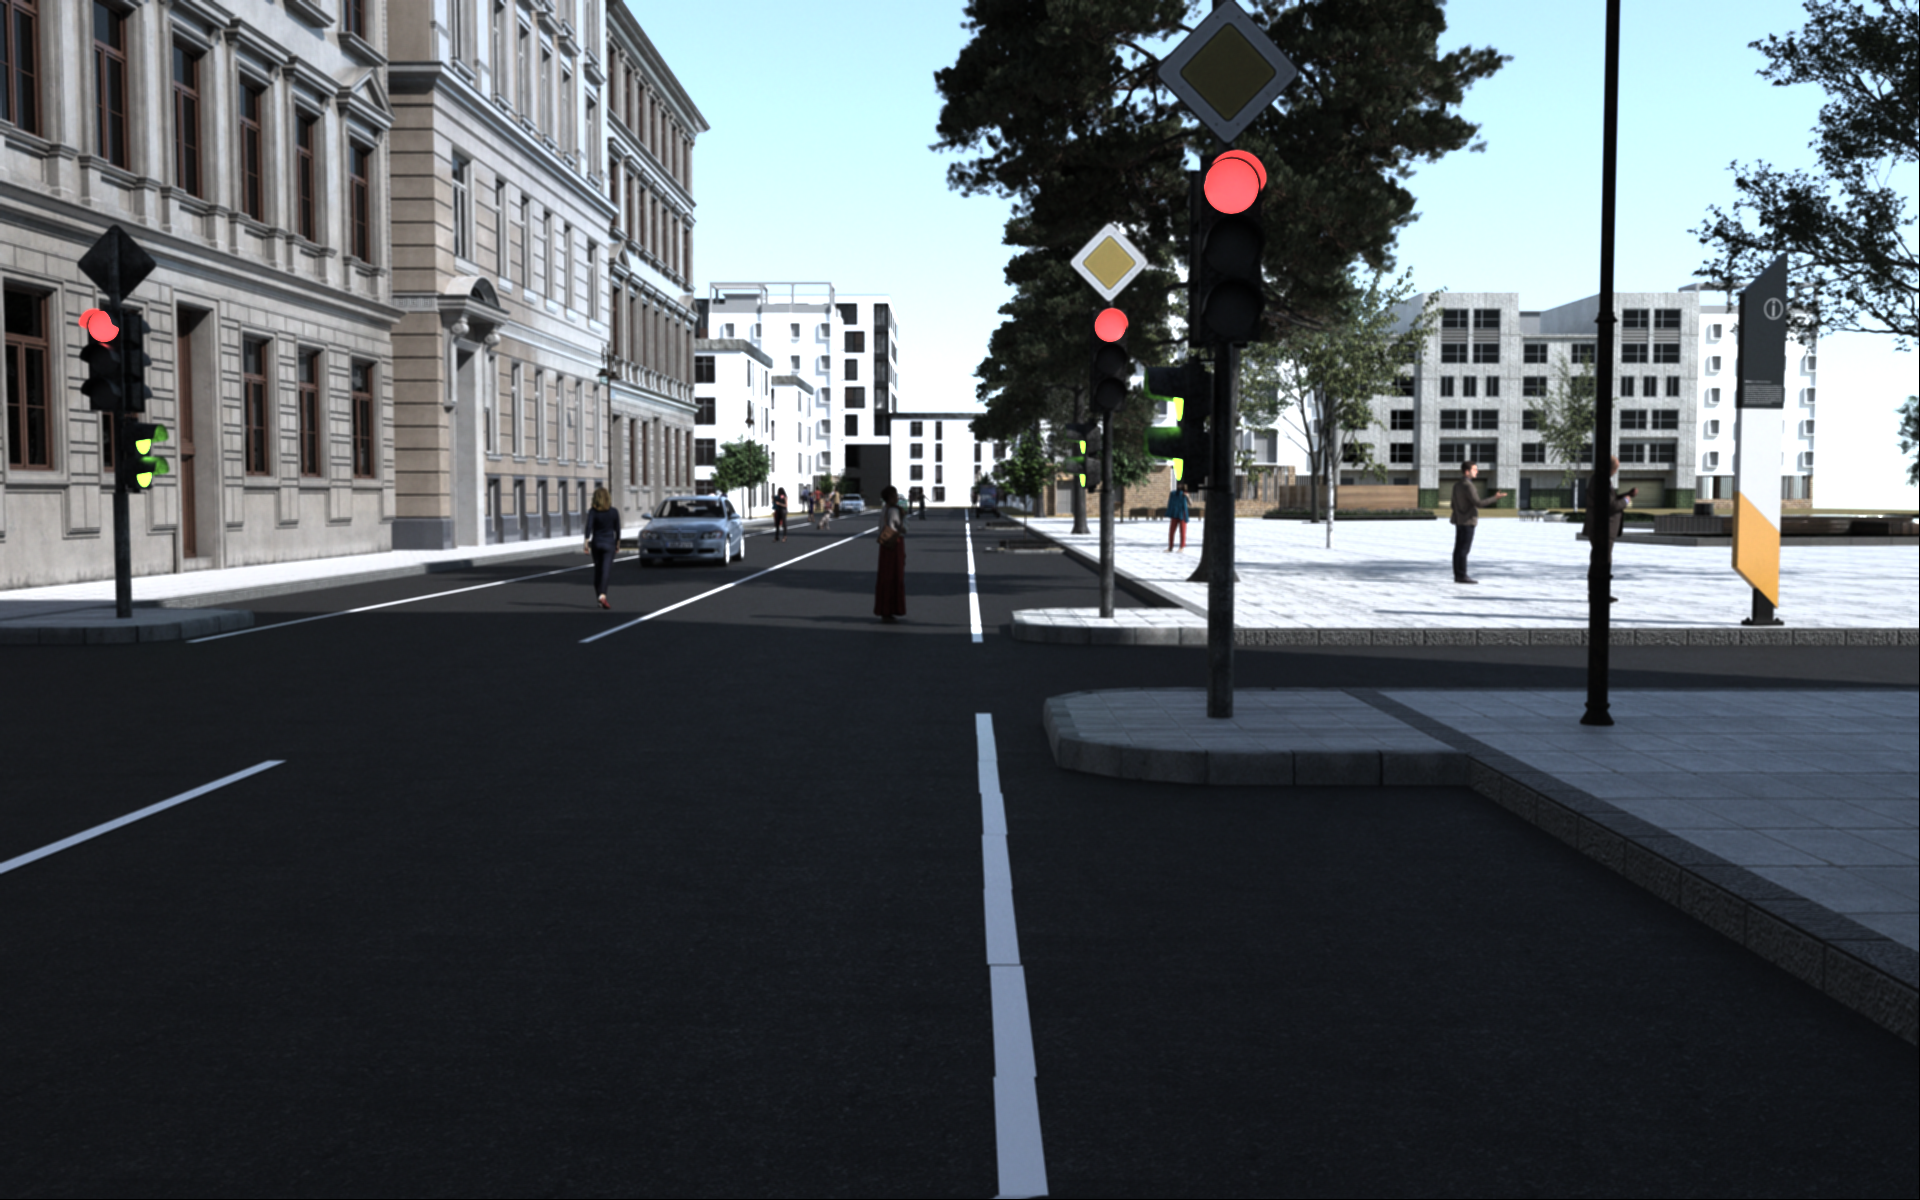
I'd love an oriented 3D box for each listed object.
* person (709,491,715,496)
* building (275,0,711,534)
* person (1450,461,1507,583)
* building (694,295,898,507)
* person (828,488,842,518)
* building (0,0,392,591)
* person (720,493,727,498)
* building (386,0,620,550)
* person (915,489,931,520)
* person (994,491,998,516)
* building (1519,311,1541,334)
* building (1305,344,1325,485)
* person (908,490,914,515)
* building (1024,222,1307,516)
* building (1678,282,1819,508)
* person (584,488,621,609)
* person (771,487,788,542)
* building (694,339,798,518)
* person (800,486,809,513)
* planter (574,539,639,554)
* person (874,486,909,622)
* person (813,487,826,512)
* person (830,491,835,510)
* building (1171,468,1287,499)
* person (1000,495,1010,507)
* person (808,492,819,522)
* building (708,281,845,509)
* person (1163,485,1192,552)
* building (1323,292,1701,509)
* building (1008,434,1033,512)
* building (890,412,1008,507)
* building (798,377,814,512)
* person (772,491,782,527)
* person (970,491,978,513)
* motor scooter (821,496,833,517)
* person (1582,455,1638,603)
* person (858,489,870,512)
[{"bbox_3d":[-11.508,-4.337,80.147,0.628,1.438,0.799,-1,4,-15],"label":"person"},{"bbox_3d":[-17.258,-14.274,69.529,11.583,22.565,21.152,0,4,0],"label":"building"},{"bbox_3d":[7.449,-1.122,24.922,0.750,1.759,0.617,1,4,10],"label":"person"},{"bbox_3d":[-23.517,-21.252,191.437,32.646,21.610,27.936,0,4,0],"label":"building"},{"bbox_3d":[-7.375,-5.771,102.956,0.705,1.812,1.348,2,4,33],"label":"person"},{"bbox_3d":[-17.597,-11.738,28.081,11.583,22.565,21.152,0,4,0],"label":"building"},{"bbox_3d":[-11.754,-4.737,85.856,0.453,1.535,0.546,-2,4,-33],"label":"person"},{"bbox_3d":[-18.012,-16.060,48.491,13.634,28.700,20.117,0,4,0],"label":"building"},{"bbox_3d":[-2.076,-5.373,97.073,0.721,1.735,1.217,3,5,45],"label":"person"},{"bbox_3d":[2.328,-6.302,112.457,0.530,1.710,0.541,2,4,29],"label":"person"},{"bbox_3d":[54.669,-20.098,185.015,11.380,20.091,16.016,0,4,0],"label":"building"},{"bbox_3d":[26.755,-18.602,160.568,11.380,20.091,16.016,0,4,0],"label":"building"},{"bbox_3d":[-3.345,-6.772,119.929,0.721,1.736,1.217,1,4,12],"label":"person"},{"bbox_3d":[12.000,-15.308,106.706,16.016,20.091,11.380,0,4,0],"label":"building"},{"bbox_3d":[70.519,-18.648,161.317,11.380,20.091,16.016,0,4,0],"label":"building"},{"bbox_3d":[-4.481,-0.657,21.791,0.480,1.512,0.613,-2,4,-25],"label":"person"},{"bbox_3d":[-5.406,-2.557,51.778,0.593,1.643,0.415,1,4,13],"label":"person"},{"bbox_3d":[-16.140,-10.118,107.584,9.099,9.664,28.070,0,4,0],"label":"building"},{"bbox_3d":[-10.757,-6.983,120.087,0.709,1.838,0.599,-2,4,-30],"label":"person"},{"bbox_3d":[-8.308,-1.315,42.639,1.991,0.319,1.994,0,4,0],"label":"planter"},{"bbox_3d":[-0.775,-0.516,19.401,0.387,1.526,0.523,-1,4,-19],"label":"person"},{"bbox_3d":[-10.435,-7.394,126.878,1.348,1.831,0.705,-2,4,-24],"label":"person"},{"bbox_3d":[-10.215,-8.174,140.631,0.756,1.711,0.436,-1,4,-12],"label":"person"},{"bbox_3d":[34.935,-14.679,182.143,28.070,9.664,9.099,0,4,0],"label":"building"},{"bbox_3d":[4.559,-9.989,172.648,1.217,1.723,0.721,2,4,26],"label":"person"},{"bbox_3d":[-7.448,-4.722,88.069,0.546,1.535,0.453,-1,4,-23],"label":"person"},{"bbox_3d":[-16.655,-18.607,160.644,11.380,20.091,16.016,0,4,0],"label":"building"},{"bbox_3d":[4.799,-1.860,38.156,0.444,1.614,0.593,-2,4,-31],"label":"person"},{"bbox_3d":[48.827,-17.947,159.895,31.486,18.905,16.747,0,4,0],"label":"building"},{"bbox_3d":[9.458,-13.020,155.016,9.099,9.664,28.070,0,4,0],"label":"building"},{"bbox_3d":[6.815,-14.701,182.506,28.070,9.664,9.099,0,4,0],"label":"building"},{"bbox_3d":[-16.038,-11.885,136.470,9.099,9.664,28.070,0,4,0],"label":"building"},{"bbox_3d":[-7.841,-3.932,74.494,0.444,1.614,0.593,-1,4,-22],"label":"person"},{"bbox_3d":[1.042,-7.416,131.218,0.593,1.643,0.415,0,4,-4],"label":"person"},{"bbox_3d":[-8.027,-5.658,105.285,0.815,1.314,1.986,0,4,-1],"label":"motor scooter"},{"bbox_3d":[7.684,-0.842,20.496,0.600,1.739,0.565,0,4,-5],"label":"person"},{"bbox_3d":[-7.995,-8.138,141.577,1.348,1.821,0.705,0,4,-4],"label":"person"}]
